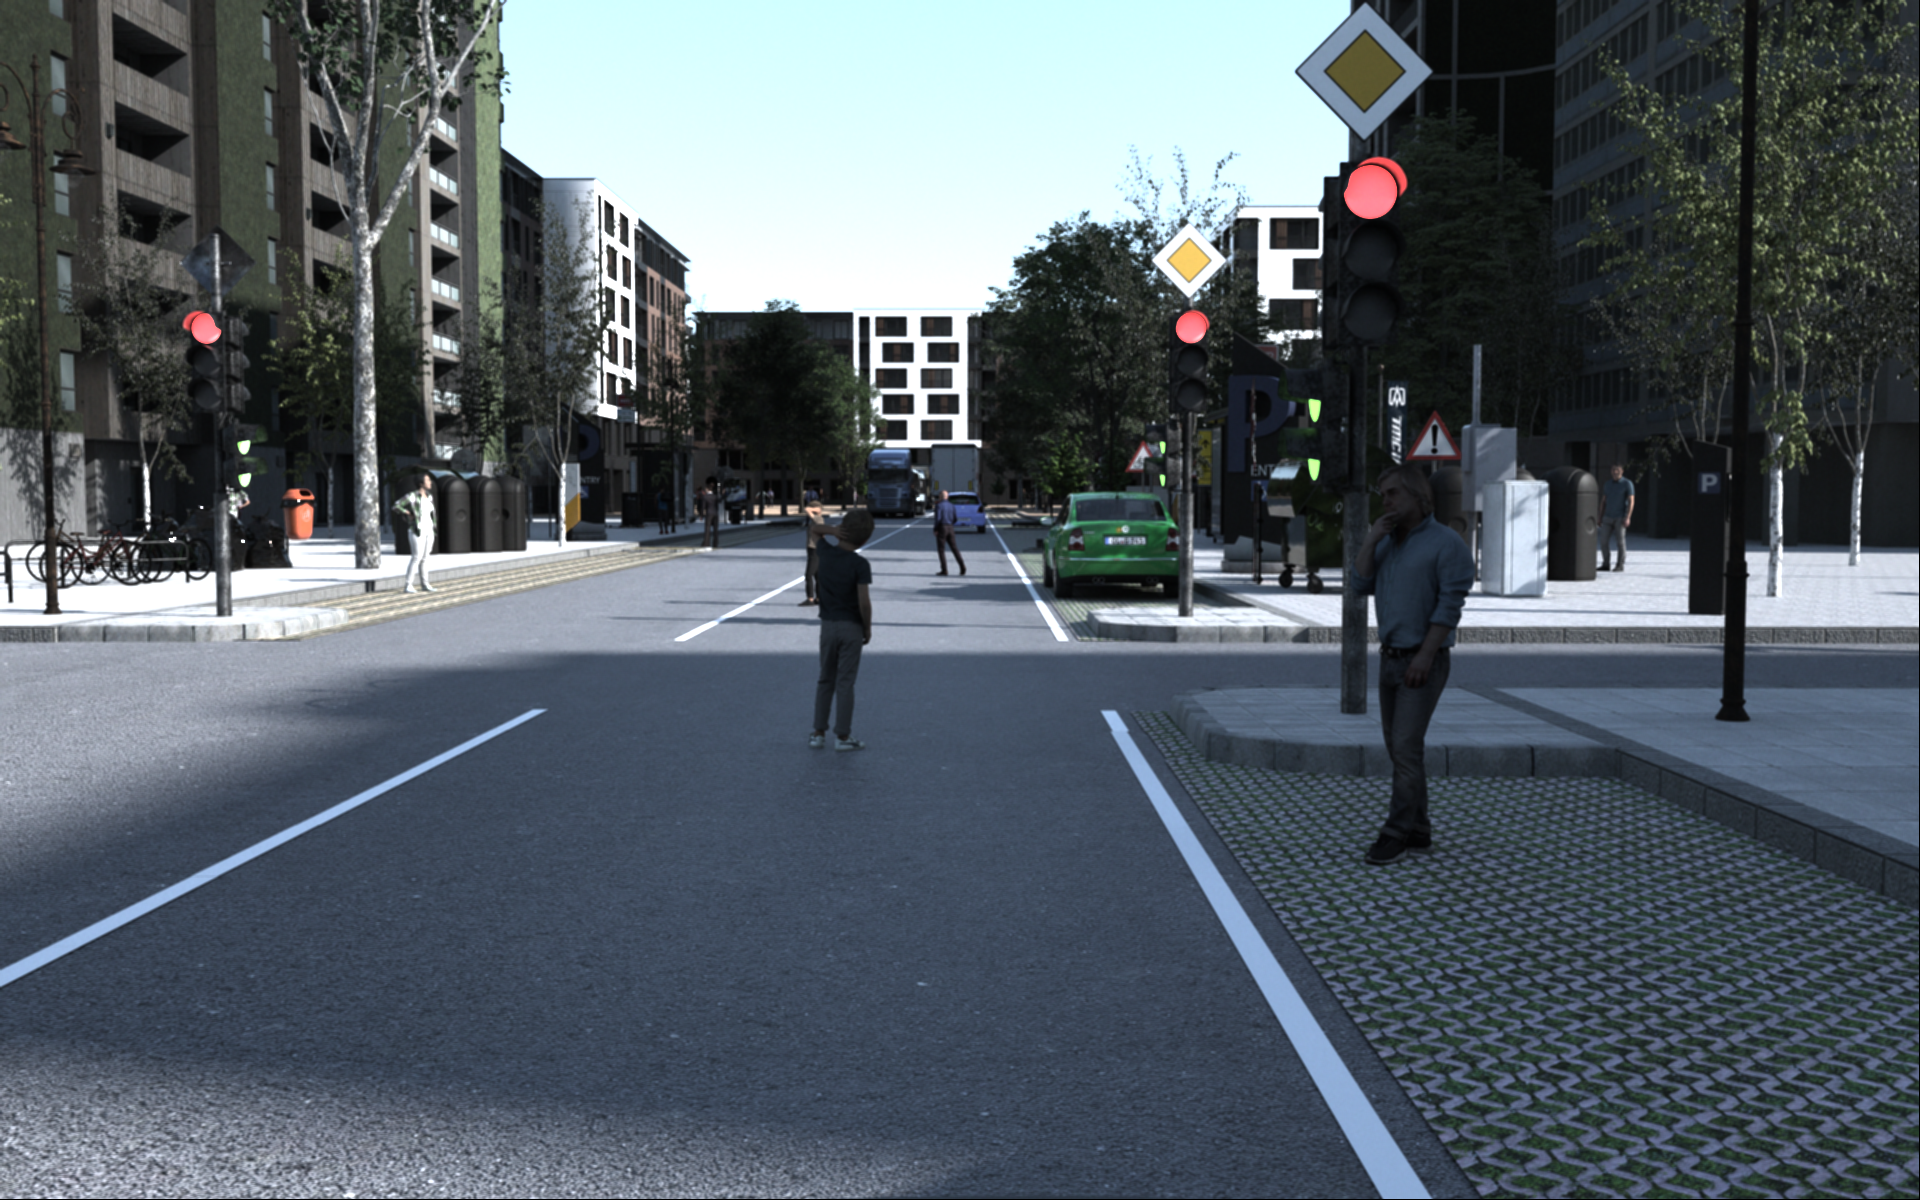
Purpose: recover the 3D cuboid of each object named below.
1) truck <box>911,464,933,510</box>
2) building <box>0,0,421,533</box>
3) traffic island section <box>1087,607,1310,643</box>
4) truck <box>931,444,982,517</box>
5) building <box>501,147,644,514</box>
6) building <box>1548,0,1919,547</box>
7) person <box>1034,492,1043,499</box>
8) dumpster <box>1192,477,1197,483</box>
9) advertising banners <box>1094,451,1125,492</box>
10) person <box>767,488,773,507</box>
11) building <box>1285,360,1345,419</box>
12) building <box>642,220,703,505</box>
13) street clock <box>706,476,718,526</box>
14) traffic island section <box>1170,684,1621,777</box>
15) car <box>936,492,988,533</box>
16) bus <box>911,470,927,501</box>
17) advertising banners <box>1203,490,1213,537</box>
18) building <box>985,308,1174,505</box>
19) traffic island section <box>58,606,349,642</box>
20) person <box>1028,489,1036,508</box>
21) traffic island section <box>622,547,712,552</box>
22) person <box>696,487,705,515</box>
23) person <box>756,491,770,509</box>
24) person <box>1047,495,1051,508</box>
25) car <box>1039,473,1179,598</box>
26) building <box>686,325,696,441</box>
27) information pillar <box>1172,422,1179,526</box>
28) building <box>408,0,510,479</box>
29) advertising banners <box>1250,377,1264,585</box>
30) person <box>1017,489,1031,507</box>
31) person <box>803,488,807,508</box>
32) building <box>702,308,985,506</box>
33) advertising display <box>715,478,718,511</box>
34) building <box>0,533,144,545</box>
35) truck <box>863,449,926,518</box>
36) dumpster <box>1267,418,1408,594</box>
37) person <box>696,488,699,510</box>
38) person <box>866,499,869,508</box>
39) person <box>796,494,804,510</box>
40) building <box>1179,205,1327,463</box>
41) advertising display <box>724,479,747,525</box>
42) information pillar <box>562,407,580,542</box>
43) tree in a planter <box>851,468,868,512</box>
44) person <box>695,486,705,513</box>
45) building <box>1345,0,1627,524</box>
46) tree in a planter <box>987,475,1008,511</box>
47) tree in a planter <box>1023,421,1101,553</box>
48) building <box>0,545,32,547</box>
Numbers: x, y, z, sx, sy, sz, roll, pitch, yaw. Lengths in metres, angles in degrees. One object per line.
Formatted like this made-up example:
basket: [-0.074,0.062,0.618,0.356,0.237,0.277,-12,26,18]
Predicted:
truck: [-3.849,-10.546,161.342,2.839,4.237,11.283,0,4,2]
building: [-30.446,-18.098,67.603,14.160,30.474,14.107,0,4,0]
traffic island section: [2.387,0.253,18.146,2.009,0.180,2.903,0,4,0]
truck: [-0.186,-6.925,102.136,2.839,4.237,11.283,0,4,2]
building: [-37.408,-16.276,110.089,27.936,21.610,32.646,0,4,0]
building: [31.161,-21.713,46.894,23.993,40.220,32.217,0,4,0]
person: [7.654,-9.711,164.827,1.348,1.824,0.705,0,4,-2]
dumpster: [9.197,-4.141,70.194,1.502,2.255,1.985,0,4,0]
advertising banners: [6.468,-4.523,70.132,2.074,3.025,0.090,1,4,10]
person: [-18.251,-9.797,166.089,0.709,1.838,0.599,1,4,16]
building: [23.862,-10.202,108.946,9.099,9.664,28.070,0,4,0]
building: [-39.865,-18.226,141.964,32.646,21.610,27.936,0,4,0]
street clock: [-10.070,-4.026,70.392,0.471,2.002,0.358,0,4,7]
traffic island section: [2.331,0.741,10.161,2.009,0.180,2.903,0,4,0]
car: [0.071,-3.354,64.423,1.945,1.707,3.694,0,4,-1]
bus: [-4.023,-8.117,127.576,2.948,3.499,13.247,0,4,1]
advertising banners: [8.320,-3.395,51.694,2.074,3.025,0.090,0,4,8]
building: [18.840,-22.054,204.558,32.646,21.610,27.936,0,4,0]
traffic island section: [-7.754,0.248,18.221,2.009,0.180,2.903,0,4,0]
person: [6.528,-9.077,155.179,1.217,1.735,0.721,-3,5,-40]
traffic island section: [-7.256,-1.246,43.237,1.991,0.108,1.994,0,4,0]
person: [-15.869,-6.103,106.534,0.721,1.736,1.217,2,4,27]
person: [-16.831,-8.650,147.546,1.350,1.814,0.705,-2,4,-34]
person: [8.365,-9.544,162.896,0.445,1.727,0.742,1,4,20]
car: [2.165,-0.998,25.116,1.959,1.807,4.718,0,4,-1]
building: [-35.856,-20.976,199.382,11.380,20.091,16.016,0,4,0]
information pillar: [6.897,-3.915,55.364,0.183,3.616,0.504,-1,4,-13]
building: [-30.255,-24.327,81.344,14.154,41.232,14.086,0,4,0]
advertising banners: [4.335,-1.783,25.337,0.090,3.025,2.074,0,4,6]
person: [6.163,-9.857,167.222,1.348,1.821,0.705,0,4,-3]
person: [-12.798,-8.352,142.609,0.705,1.823,1.348,2,4,29]
building: [-13.806,-22.061,204.667,32.646,21.610,27.936,0,4,0]
advertising display: [-10.037,-4.049,71.413,0.123,1.923,0.974,0,4,-6]
building: [-30.612,-17.198,52.881,14.160,30.474,14.107,0,4,0]
truck: [-3.891,-7.317,109.386,2.967,4.110,18.799,0,4,2]
dumpster: [4.960,-1.247,22.880,1.502,2.255,1.985,0,4,0]
person: [-20.778,-7.967,137.032,1.217,1.735,0.721,-3,5,-42]
person: [-8.653,-9.659,164.890,0.530,1.710,0.541,0,4,1]
person: [-12.943,-8.217,140.528,0.705,1.807,1.348,-2,4,-30]
building: [33.562,-18.046,139.022,27.936,21.610,32.646,0,4,0]
advertising display: [-9.433,-4.137,72.850,0.974,1.923,0.123,-1,4,-19]
information pillar: [-10.509,-3.389,46.761,0.504,3.616,0.183,1,4,17]
tree in a planter: [-6.729,-7.505,119.927,1.991,3.239,1.994,0,4,0]
person: [-17.950,-6.938,119.415,1.348,1.831,0.705,1,4,22]
building: [28.700,-39.334,81.365,20.563,71.187,20.611,0,4,0]
tree in a planter: [3.274,-9.166,147.080,1.991,3.239,1.994,0,4,0]
tree in a planter: [2.549,-2.782,42.715,1.991,3.239,1.994,0,4,0]
building: [-30.197,-16.297,38.160,14.160,30.474,14.107,0,4,0]
